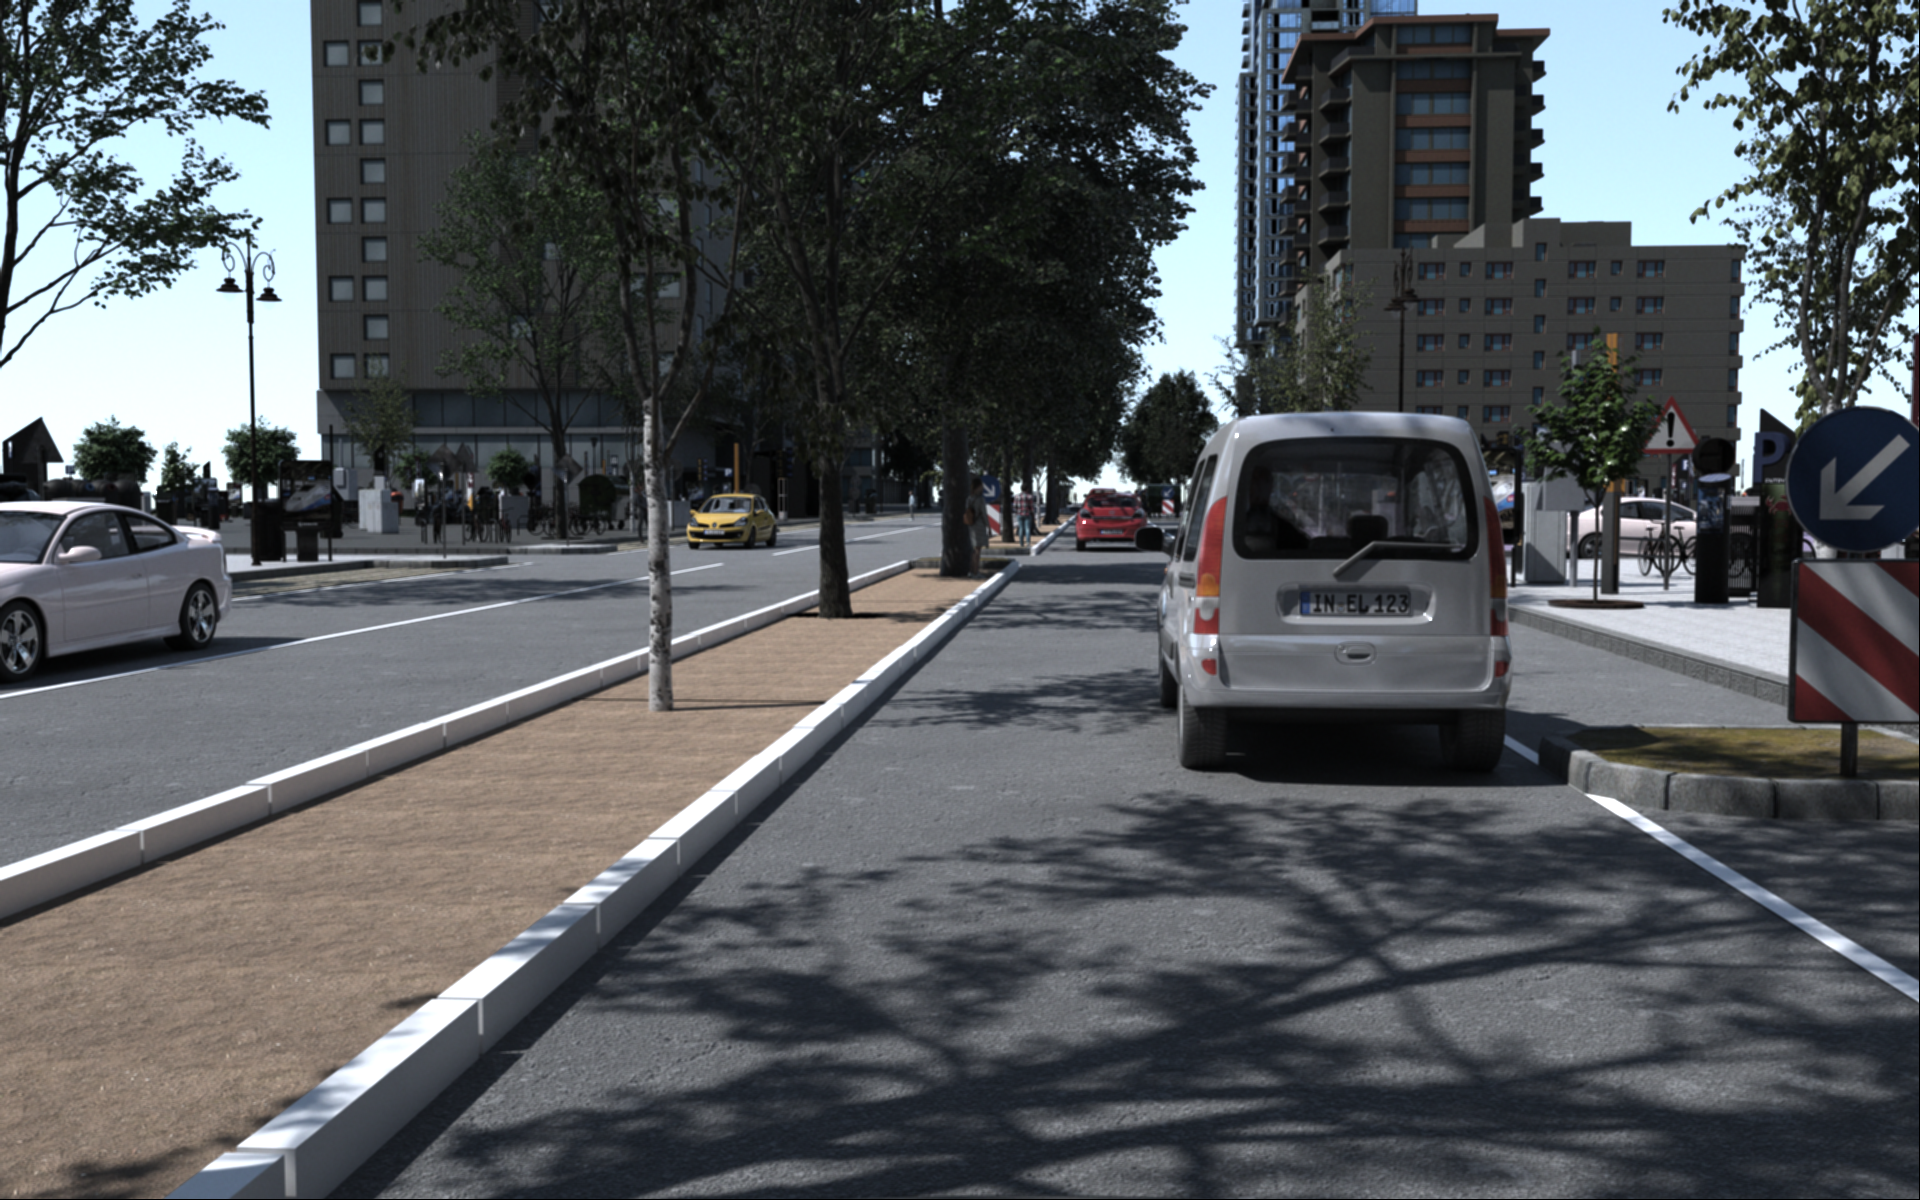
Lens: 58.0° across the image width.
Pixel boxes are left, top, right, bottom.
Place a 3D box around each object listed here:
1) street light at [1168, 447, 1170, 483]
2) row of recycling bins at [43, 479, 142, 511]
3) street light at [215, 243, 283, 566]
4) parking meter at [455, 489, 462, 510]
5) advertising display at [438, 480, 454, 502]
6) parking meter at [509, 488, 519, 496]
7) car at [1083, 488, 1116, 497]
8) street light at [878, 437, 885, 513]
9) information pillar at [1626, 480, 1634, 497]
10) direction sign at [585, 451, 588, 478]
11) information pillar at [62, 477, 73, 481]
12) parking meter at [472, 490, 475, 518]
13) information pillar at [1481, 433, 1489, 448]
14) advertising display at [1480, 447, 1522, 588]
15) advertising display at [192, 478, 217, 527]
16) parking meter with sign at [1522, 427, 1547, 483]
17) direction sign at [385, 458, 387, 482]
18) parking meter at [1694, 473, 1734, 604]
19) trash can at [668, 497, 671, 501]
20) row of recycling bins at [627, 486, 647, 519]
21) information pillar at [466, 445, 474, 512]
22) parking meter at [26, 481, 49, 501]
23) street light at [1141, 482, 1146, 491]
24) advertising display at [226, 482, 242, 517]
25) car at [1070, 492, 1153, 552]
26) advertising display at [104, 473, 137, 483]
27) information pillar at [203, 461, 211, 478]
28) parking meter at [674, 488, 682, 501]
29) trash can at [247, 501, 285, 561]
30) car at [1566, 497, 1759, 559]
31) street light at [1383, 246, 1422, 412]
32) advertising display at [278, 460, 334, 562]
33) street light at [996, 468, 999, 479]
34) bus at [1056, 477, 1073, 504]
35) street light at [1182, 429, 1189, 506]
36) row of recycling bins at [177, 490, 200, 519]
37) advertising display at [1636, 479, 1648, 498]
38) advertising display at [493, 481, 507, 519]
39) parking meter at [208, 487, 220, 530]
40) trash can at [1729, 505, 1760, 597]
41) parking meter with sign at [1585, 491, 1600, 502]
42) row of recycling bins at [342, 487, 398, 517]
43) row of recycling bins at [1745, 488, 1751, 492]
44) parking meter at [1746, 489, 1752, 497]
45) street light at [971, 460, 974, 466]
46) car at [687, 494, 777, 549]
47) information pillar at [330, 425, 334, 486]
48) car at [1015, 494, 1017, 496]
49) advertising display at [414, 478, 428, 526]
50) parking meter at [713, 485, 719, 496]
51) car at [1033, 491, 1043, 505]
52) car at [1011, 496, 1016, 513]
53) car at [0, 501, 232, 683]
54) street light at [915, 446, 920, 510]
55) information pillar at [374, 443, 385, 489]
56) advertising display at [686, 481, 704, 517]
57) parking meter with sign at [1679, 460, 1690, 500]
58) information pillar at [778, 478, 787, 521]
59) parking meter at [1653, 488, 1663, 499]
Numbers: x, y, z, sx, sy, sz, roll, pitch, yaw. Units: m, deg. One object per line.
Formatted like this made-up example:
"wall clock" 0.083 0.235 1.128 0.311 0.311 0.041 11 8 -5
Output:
"street light" 17.432 -10.480 144.139 0.468 5.910 1.993 0 4 5
"row of recycling bins" -24.128 -2.506 48.089 1.069 1.692 3.534 1 4 11
"street light" -12.641 -3.557 30.944 0.468 5.910 1.993 0 4 5
"parking meter" -25.994 -4.978 89.802 0.372 1.533 0.369 0 3 0
"advertising display" -23.598 -4.545 79.528 0.123 1.923 0.974 1 4 22
"parking meter" -17.410 -3.626 67.692 0.372 1.533 0.369 0 3 0
"car" 8.429 -5.721 102.219 2.281 1.827 5.304 0 4 4
"street light" -5.410 -8.946 119.057 0.468 5.910 1.993 0 4 5
"information pillar" 35.873 -5.401 92.801 0.304 2.012 0.304 0 4 3
"direction sign" -19.916 -6.136 92.321 0.379 3.537 0.876 -1 4 -20
"information pillar" -38.739 -4.329 75.263 0.304 2.012 0.304 1 4 18
"parking meter" -26.280 -5.182 93.144 0.372 1.533 0.369 0 3 0
"information pillar" 20.032 -4.578 66.210 0.183 3.616 0.504 -1 4 -14
"advertising display" 7.350 -1.154 24.086 0.123 1.923 0.974 -3 4 -37
"advertising display" -29.579 -3.831 67.853 0.123 1.923 0.974 3 4 39
"parking meter with sign" 14.570 -3.030 45.798 0.543 3.016 1.738 -3 5 -42
"direction sign" -36.021 -7.100 108.078 0.876 3.537 0.379 2 4 34
"parking meter" 8.865 -0.732 20.384 0.372 1.533 0.369 0 3 0
"trash can" -12.655 -3.861 74.774 0.748 1.137 0.748 0 3 0
"row of recycling bins" -17.491 -5.105 90.581 3.534 1.692 1.069 -1 4 -9
"information pillar" -23.435 -5.594 82.823 0.183 3.616 0.504 -3 5 -42
"parking meter" -17.255 -1.469 32.428 0.372 1.533 0.369 0 3 0
"street light" 26.280 -17.012 250.927 0.468 5.910 1.993 0 4 5
"advertising display" -39.876 -5.504 95.200 0.974 1.923 0.123 1 4 20
"car" 3.902 -2.181 44.692 2.155 1.783 4.494 0 4 5
"advertising display" -25.444 -2.894 52.530 0.123 1.923 0.974 2 4 34
"information pillar" -52.121 -7.865 119.949 0.504 3.616 0.183 -1 4 -10
"parking meter" -11.633 -3.844 71.258 0.372 1.533 0.369 0 3 0
"trash can" -13.267 -1.317 33.192 0.748 1.137 0.748 0 3 0
"car" 14.411 -1.452 36.104 4.827 1.381 2.083 0 4 5
"street light" 8.279 -3.653 32.516 0.468 5.910 1.993 0 4 5
"advertising display" -12.390 -1.690 32.845 0.974 1.923 0.123 -3 4 -37
"street light" 5.422 -16.954 249.992 0.468 5.910 1.993 0 4 5
"bus" 14.441 -15.450 244.160 2.896 3.916 12.252 0 4 7
"street light" 15.595 -9.012 120.126 0.468 5.910 1.993 0 4 5
"row of recycling bins" -41.329 -5.203 92.177 1.069 1.692 3.534 0 4 -6
"advertising display" 28.827 -4.159 73.208 0.123 1.923 0.974 0 4 1
"advertising display" -23.637 -5.122 88.961 0.974 1.923 0.123 3 4 37
"parking meter" -27.019 -3.321 62.705 0.372 1.533 0.369 0 3 0
"trash can" 9.679 -0.616 21.720 0.748 1.137 0.748 0 3 0
"parking meter with sign" 27.174 -4.790 74.574 0.543 3.016 1.738 -2 4 -35
"row of recycling bins" -33.192 -5.497 96.984 3.534 1.692 1.069 -3 5 -42
"row of recycling bins" 50.011 -6.158 107.794 1.069 1.692 3.534 0 4 -7
"parking meter" 40.325 -4.892 88.393 0.372 1.533 0.369 0 3 0
"street light" 1.457 -14.043 202.386 0.468 5.910 1.993 0 4 5
"car" -6.078 -2.205 46.271 2.015 1.641 3.980 0 4 6
"information pillar" -21.241 -4.113 58.604 0.183 3.616 0.504 -1 4 -19
"car" 5.111 -8.078 141.860 2.009 1.686 4.222 0 4 6
"advertising display" -21.369 -3.882 68.680 0.123 1.923 0.974 -3 5 -41
"parking meter" -15.880 -6.545 112.716 0.255 1.863 0.399 3 5 41
"car" 10.411 -14.110 239.366 2.281 1.827 5.304 0 4 5
"car" 3.779 -6.128 112.777 1.945 1.354 3.894 0 4 3
"car" -7.975 -0.141 14.660 2.083 1.381 4.827 0 4 3
"street light" -3.467 -10.375 142.416 0.468 5.910 1.993 0 4 5
"information pillar" -26.618 -5.391 79.499 0.504 3.616 0.183 1 4 10
"advertising display" -13.452 -5.063 87.998 0.974 1.923 0.123 -3 4 -37
"parking meter with sign" 36.873 -5.616 88.090 0.543 3.016 1.738 1 4 16
"information pillar" -8.315 -4.699 81.319 0.304 2.012 0.304 2 4 26
"parking meter" 27.829 -3.711 69.082 0.372 1.533 0.369 0 3 0
